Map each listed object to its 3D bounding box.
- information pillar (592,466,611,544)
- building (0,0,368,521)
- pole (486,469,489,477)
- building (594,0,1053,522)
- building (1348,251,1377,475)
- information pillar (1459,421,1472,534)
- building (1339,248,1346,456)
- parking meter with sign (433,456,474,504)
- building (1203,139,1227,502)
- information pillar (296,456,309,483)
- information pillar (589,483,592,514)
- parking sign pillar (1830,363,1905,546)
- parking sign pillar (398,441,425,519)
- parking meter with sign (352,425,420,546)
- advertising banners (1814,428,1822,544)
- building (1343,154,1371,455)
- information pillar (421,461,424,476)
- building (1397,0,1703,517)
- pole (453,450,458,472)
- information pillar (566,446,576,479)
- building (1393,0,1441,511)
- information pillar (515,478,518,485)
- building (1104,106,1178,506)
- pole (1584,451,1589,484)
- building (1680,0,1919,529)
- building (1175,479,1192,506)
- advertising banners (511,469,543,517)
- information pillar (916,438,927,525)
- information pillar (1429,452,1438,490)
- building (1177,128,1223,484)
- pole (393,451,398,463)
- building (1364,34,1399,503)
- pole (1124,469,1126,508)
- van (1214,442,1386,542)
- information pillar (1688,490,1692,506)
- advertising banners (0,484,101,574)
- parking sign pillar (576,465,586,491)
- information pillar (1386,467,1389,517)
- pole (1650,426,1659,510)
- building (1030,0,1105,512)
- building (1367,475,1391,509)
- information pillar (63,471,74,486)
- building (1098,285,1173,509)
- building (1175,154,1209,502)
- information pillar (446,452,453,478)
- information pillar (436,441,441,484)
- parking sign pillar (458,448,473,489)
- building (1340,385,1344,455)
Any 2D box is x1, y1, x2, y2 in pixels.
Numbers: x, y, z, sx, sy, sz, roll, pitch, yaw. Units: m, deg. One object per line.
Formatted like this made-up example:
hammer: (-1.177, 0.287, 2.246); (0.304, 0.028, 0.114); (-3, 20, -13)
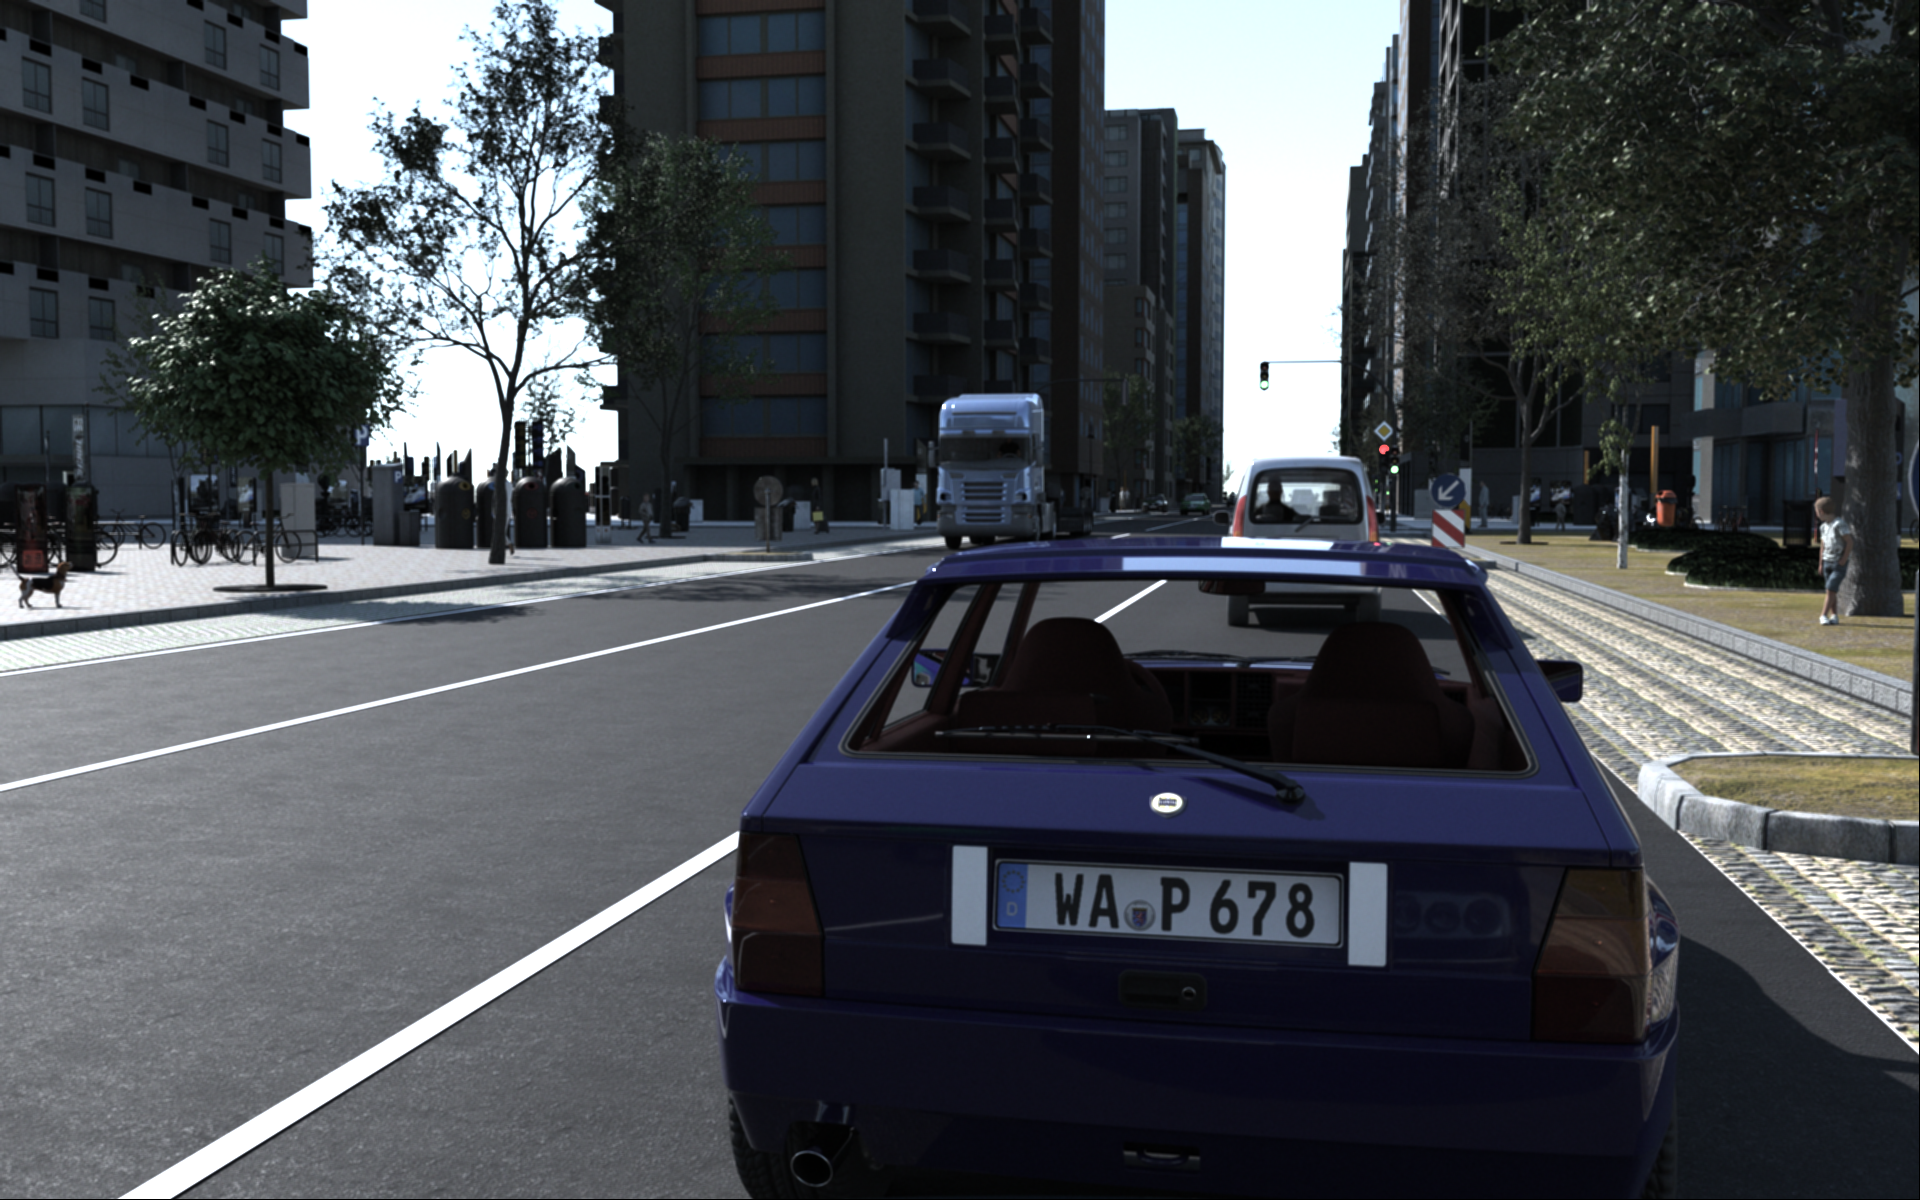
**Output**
information pillar: (-9.279, -2.478, 45.008); (0.304, 2.012, 0.304); (-3, 5, -42)
building: (-52.716, -30.894, 94.362); (27.495, 52.752, 28.713); (1, 4, 11)
pole: (-37.700, -8.839, 138.360); (0.158, 3.312, 0.155); (0, 3, 0)
building: (-7.005, -26.833, 93.342); (22.147, 44.769, 28.867); (1, 4, 11)
building: (53.433, -26.555, 205.881); (14.160, 30.474, 14.107); (1, 4, 11)
information pillar: (16.319, -3.947, 55.893); (0.183, 3.616, 0.504); (-2, 4, -25)
building: (70.311, -36.934, 287.459); (14.154, 41.232, 14.086); (1, 4, 11)
parking meter with sign: (-23.547, -5.156, 80.563); (1.738, 3.016, 0.543); (-3, 5, -39)
building: (31.880, -45.272, 282.198); (21.231, 58.520, 28.212); (1, 4, 11)
information pillar: (-25.019, -4.558, 65.870); (0.504, 3.616, 0.183); (-1, 4, -21)
information pillar: (-23.638, -6.538, 111.382); (0.304, 2.012, 0.304); (3, 5, 43)
parking sign pillar: (18.405, -2.855, 35.149); (1.447, 3.967, 1.447); (-2, 4, -29)
parking sign pillar: (-28.421, -6.170, 89.358); (1.447, 3.967, 1.447); (-1, 4, -14)
parking meter with sign: (-14.220, -2.860, 43.024); (1.738, 3.016, 0.543); (2, 4, 23)
advertising banners: (22.532, -3.015, 45.488); (0.090, 3.025, 2.074); (1, 4, 22)
building: (64.576, -37.740, 240.749); (21.300, 48.544, 21.600); (1, 4, 11)
information pillar: (-37.786, -8.004, 122.227); (0.183, 3.616, 0.504); (3, 5, 41)
building: (36.605, -40.423, 99.161); (20.563, 71.187, 20.611); (1, 4, 11)
pole: (-23.087, -5.229, 79.336); (0.158, 3.312, 0.155); (0, 3, 0)
information pillar: (-18.354, -5.530, 81.763); (0.504, 3.616, 0.183); (1, 4, 20)
building: (39.013, -29.065, 125.330); (14.600, 45.320, 14.200); (1, 4, 11)
information pillar: (-20.787, -4.722, 81.701); (0.304, 2.012, 0.304); (-2, 4, -28)
building: (14.889, -30.326, 179.420); (14.154, 41.232, 14.086); (1, 4, 11)
pole: (29.495, -5.366, 81.574); (0.158, 3.312, 0.155); (0, 3, 0)
building: (45.804, -27.536, 69.824); (30.456, 49.044, 23.786); (1, 4, 11)
building: (10.438, -31.104, 200.429); (32.217, 40.220, 23.993); (1, 4, 11)
advertising banners: (-23.474, -5.990, 94.124); (0.090, 3.025, 2.074); (3, 5, 45)
information pillar: (-1.619, -4.934, 72.029); (0.504, 3.616, 0.183); (-2, 4, -30)
information pillar: (24.506, -6.016, 89.711); (0.183, 3.616, 0.504); (-3, 5, -44)
building: (23.471, -40.742, 255.368); (28.713, 52.752, 27.495); (1, 4, 11)
pole: (-26.607, -5.373, 81.697); (0.158, 3.312, 0.155); (0, 3, 0)
building: (54.366, -34.415, 182.292); (23.786, 49.044, 30.456); (1, 4, 11)
pole: (13.670, -9.149, 143.428); (0.158, 3.312, 0.155); (0, 3, 0)
van: (3.946, -0.800, 20.086); (2.013, 2.044, 4.112); (1, 4, 9)
information pillar: (38.085, -5.237, 90.109); (0.304, 2.012, 0.304); (-2, 4, -27)
advertising banners: (-15.037, -1.949, 28.057); (0.090, 3.025, 2.074); (3, 5, 40)
parking sign pillar: (-29.710, -8.933, 134.518); (1.447, 3.967, 1.447); (-1, 4, -15)
information pillar: (23.846, -6.433, 96.527); (0.183, 3.616, 0.504); (1, 4, 12)
pole: (20.780, -3.548, 51.856); (0.158, 3.312, 0.155); (0, 3, 0)
building: (2.436, -28.831, 121.502); (14.600, 45.320, 14.200); (1, 4, 11)
building: (52.666, -28.300, 154.591); (32.217, 40.220, 23.993); (1, 4, 11)
information pillar: (-28.923, -3.169, 56.305); (0.304, 2.012, 0.304); (3, 5, 44)
building: (4.657, -19.275, 160.189); (27.650, 21.520, 28.899); (1, 4, 11)
building: (25.931, -35.653, 233.042); (14.600, 45.320, 14.200); (1, 4, 11)
information pillar: (-28.473, -6.443, 96.694); (0.183, 3.616, 0.504); (1, 4, 20)
information pillar: (-22.811, -5.168, 75.844); (0.183, 3.616, 0.504); (-2, 4, -30)
parking sign pillar: (-28.474, -6.805, 99.728); (1.447, 3.967, 1.447); (0, 4, 2)
building: (72.767, -25.725, 265.640); (27.650, 21.520, 28.899); (1, 4, 11)
